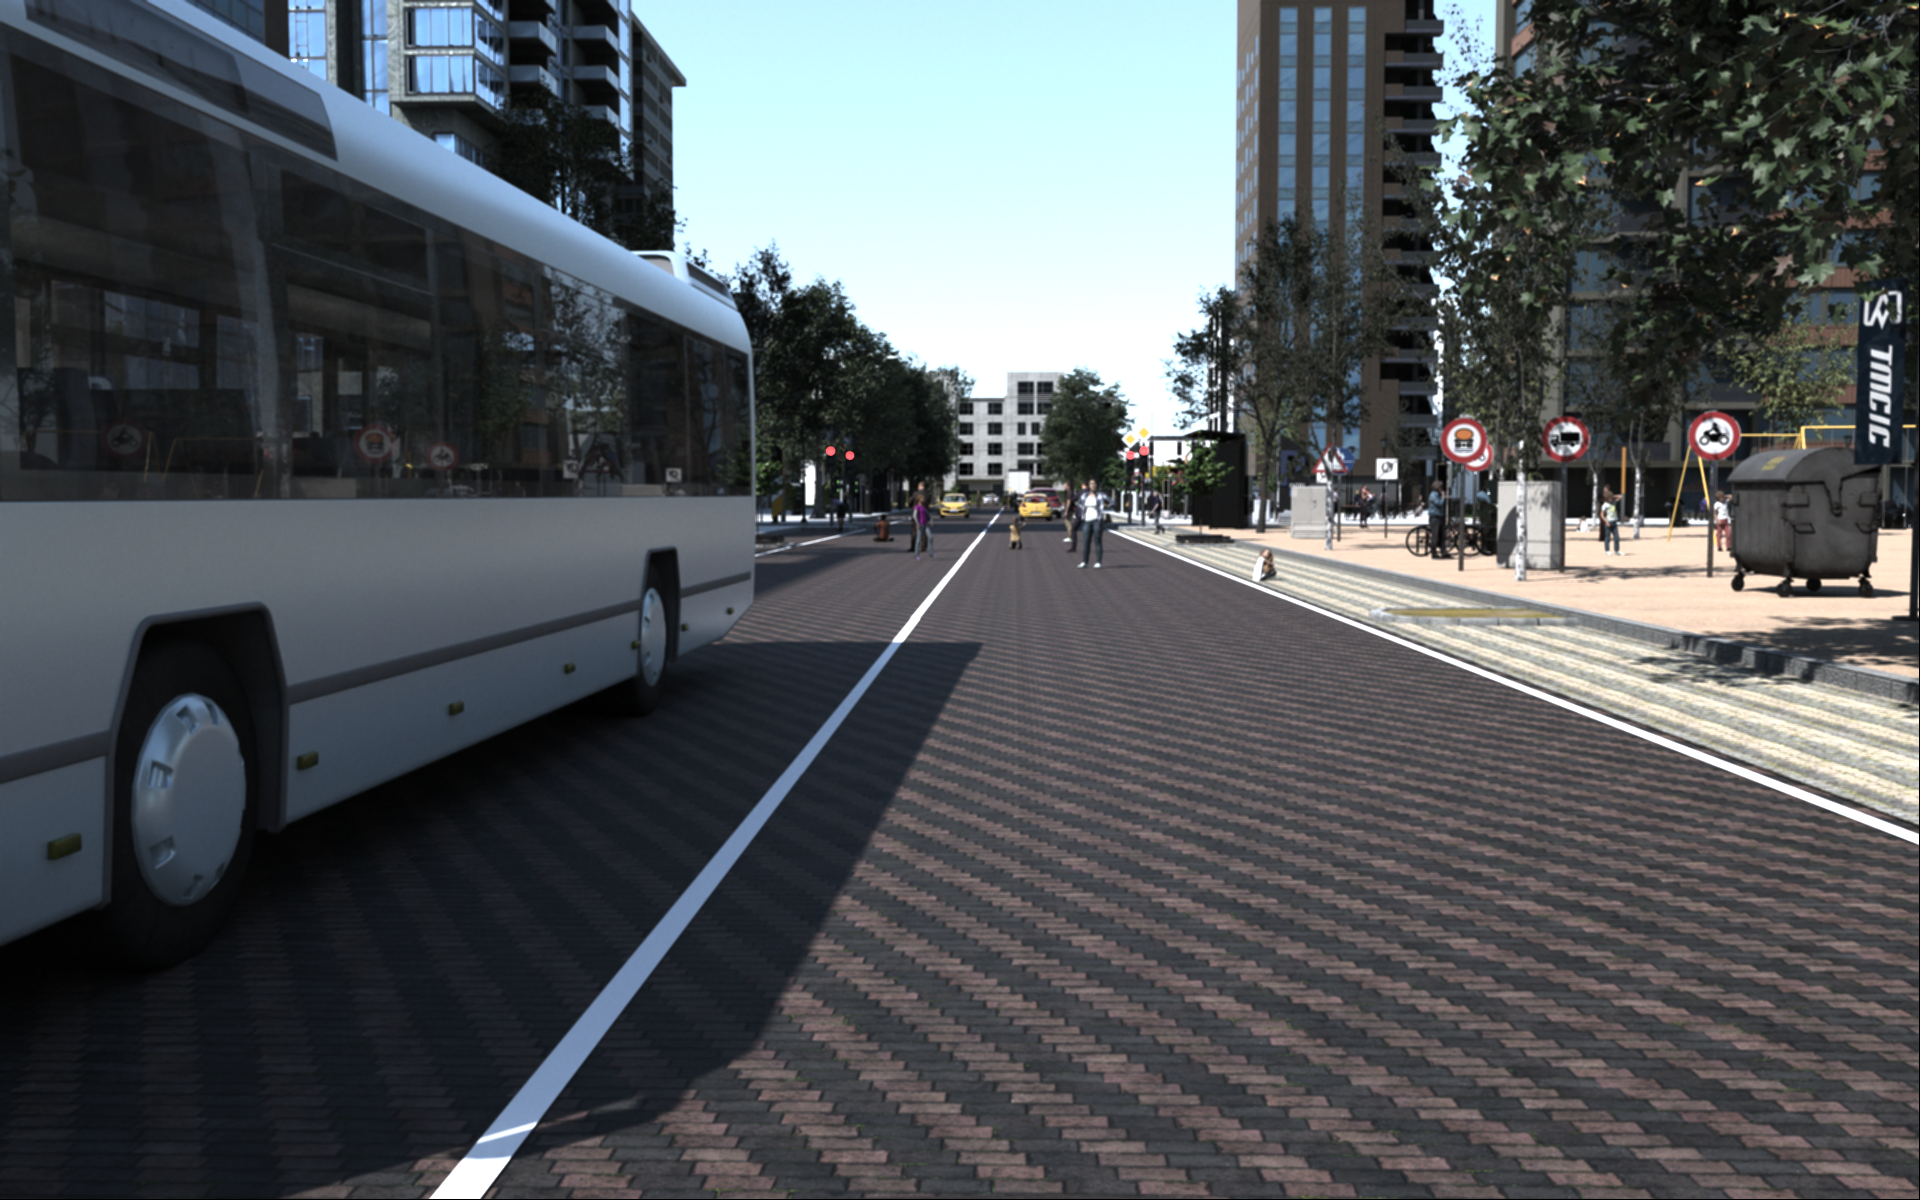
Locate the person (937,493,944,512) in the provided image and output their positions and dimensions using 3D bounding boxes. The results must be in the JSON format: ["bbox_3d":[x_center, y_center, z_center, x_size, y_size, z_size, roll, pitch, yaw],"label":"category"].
[{"bbox_3d":[-1.311,-7.136,127.875,0.600,1.496,0.574,2,4,27],"label":"person"}]

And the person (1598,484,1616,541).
[{"bbox_3d":[17.507,-2.358,46.861,0.482,1.546,0.388,1,4,9],"label":"person"}]

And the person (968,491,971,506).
[{"bbox_3d":[1.228,-11.816,202.369,0.721,1.739,1.217,0,4,-2],"label":"person"}]

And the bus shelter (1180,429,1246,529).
[{"bbox_3d":[9.639,-4.558,65.809,1.731,3.624,6.357,0,4,2],"label":"bus shelter"}]

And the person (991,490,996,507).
[{"bbox_3d":[3.568,-10.953,187.586,0.705,1.824,1.348,-1,4,-17],"label":"person"}]

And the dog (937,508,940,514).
[{"bbox_3d":[-1.495,-6.489,122.932,0.800,0.831,0.513,-1,4,-8],"label":"dog"}]

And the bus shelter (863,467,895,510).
[{"bbox_3d":[-6.410,-9.621,134.927,2.179,5.291,8.768,0,4,2],"label":"bus shelter"}]

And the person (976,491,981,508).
[{"bbox_3d":[1.911,-10.599,182.342,0.434,1.755,0.990,-2,4,-26],"label":"person"}]

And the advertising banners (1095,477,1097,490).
[{"bbox_3d":[11.317,-8.926,142.119,0.090,3.025,2.074,0,4,-5],"label":"advertising banners"}]

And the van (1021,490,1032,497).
[{"bbox_3d":[7.793,-11.340,192.417,2.013,2.044,4.112,0,4,3],"label":"van"}]

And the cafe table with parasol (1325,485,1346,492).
[{"bbox_3d":[26.882,-7.437,126.460,2.610,1.966,2.610,1,4,9],"label":"cafe table with parasol"}]

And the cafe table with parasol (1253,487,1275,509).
[{"bbox_3d":[23.253,-7.757,131.697,2.610,1.966,2.610,2,4,30],"label":"cafe table with parasol"}]

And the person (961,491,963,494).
[{"bbox_3d":[0.236,-11.502,196.515,0.705,1.831,1.348,-2,4,-31],"label":"person"}]

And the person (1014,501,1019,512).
[{"bbox_3d":[4.710,-7.589,140.867,0.655,0.850,0.859,2,4,24],"label":"person"}]

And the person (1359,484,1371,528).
[{"bbox_3d":[15.197,-3.509,64.883,0.415,1.643,0.593,-3,4,-38],"label":"person"}]

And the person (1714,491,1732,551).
[{"bbox_3d":[17.166,-1.769,38.875,0.435,1.345,0.340,-1,4,-20],"label":"person"}]

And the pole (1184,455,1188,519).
[{"bbox_3d":[11.662,-5.842,89.354,0.158,3.312,0.155,0,3,0],"label":"pole"}]

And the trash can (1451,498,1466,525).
[{"bbox_3d":[18.854,-3.311,65.793,0.748,1.137,0.748,0,3,0],"label":"trash can"}]

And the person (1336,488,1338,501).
[{"bbox_3d":[26.936,-7.138,123.675,0.530,1.710,0.541,1,4,23],"label":"person"}]

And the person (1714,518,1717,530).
[{"bbox_3d":[27.376,-2.948,62.523,0.655,0.850,0.859,3,5,44],"label":"person"}]

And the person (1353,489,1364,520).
[{"bbox_3d":[19.648,-4.693,85.319,0.613,1.512,0.480,1,4,19],"label":"person"}]

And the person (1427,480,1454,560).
[{"bbox_3d":[9.358,-1.566,33.860,0.499,1.552,0.429,-2,4,-32],"label":"person"}]

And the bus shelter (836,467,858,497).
[{"bbox_3d":[-9.090,-9.191,141.557,1.731,3.624,6.357,0,4,2],"label":"bus shelter"}]

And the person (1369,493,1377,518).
[{"bbox_3d":[22.515,-5.173,94.526,0.435,1.345,0.340,0,4,-5],"label":"person"}]

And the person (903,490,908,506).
[{"bbox_3d":[-5.832,-10.862,184.318,0.721,1.739,1.217,1,4,22],"label":"person"}]

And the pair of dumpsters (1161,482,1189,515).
[{"bbox_3d":[13.501,-6.461,108.128,1.574,2.255,4.437,0,4,2],"label":"pair of dumpsters"}]

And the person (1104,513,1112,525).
[{"bbox_3d":[6.830,-3.729,79.941,0.381,0.543,0.357,1,4,17],"label":"person"}]

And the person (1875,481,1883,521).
[{"bbox_3d":[28.315,-2.881,53.832,0.565,1.739,0.600,0,4,0],"label":"person"}]

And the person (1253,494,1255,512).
[{"bbox_3d":[20.618,-6.978,122.400,0.482,1.546,0.388,1,4,20],"label":"person"}]

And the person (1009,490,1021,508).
[{"bbox_3d":[5.748,-10.567,181.288,1.348,1.822,0.705,1,4,10],"label":"person"}]

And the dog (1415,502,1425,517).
[{"bbox_3d":[25.681,-5.044,96.842,0.513,0.831,0.800,0,4,6],"label":"dog"}]

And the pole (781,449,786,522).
[{"bbox_3d":[-8.073,-5.212,79.061,0.158,3.312,0.155,0,3,0],"label":"pole"}]

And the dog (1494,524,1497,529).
[{"bbox_3d":[9.938,-1.005,30.814,0.800,0.831,0.513,1,4,23],"label":"dog"}]

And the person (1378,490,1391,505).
[{"bbox_3d":[28.762,-6.690,117.375,0.963,1.587,0.435,0,4,-3],"label":"person"}]

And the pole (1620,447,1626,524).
[{"bbox_3d":[28.871,-4.986,75.367,0.158,3.312,0.155,0,3,0],"label":"pole"}]

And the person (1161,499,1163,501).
[{"bbox_3d":[27.166,-13.598,231.270,0.683,1.767,0.568,-2,4,-26],"label":"person"}]

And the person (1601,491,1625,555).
[{"bbox_3d":[13.653,-1.606,36.203,0.435,1.345,0.340,-2,4,-30],"label":"person"}]

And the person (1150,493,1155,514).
[{"bbox_3d":[11.620,-5.899,104.861,0.453,1.535,0.546,1,4,12],"label":"person"}]

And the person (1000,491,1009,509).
[{"bbox_3d":[4.321,-9.731,168.340,1.217,1.736,0.721,3,5,41],"label":"person"}]

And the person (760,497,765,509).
[{"bbox_3d":[-17.048,-8.747,149.783,0.841,1.734,0.376,-3,5,-44],"label":"person"}]

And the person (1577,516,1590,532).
[{"bbox_3d":[21.056,-2.564,58.443,0.381,0.543,0.357,-1,4,-9],"label":"person"}]

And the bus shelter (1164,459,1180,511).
[{"bbox_3d":[15.223,-7.849,119.608,1.731,3.624,6.357,0,4,2],"label":"bus shelter"}]

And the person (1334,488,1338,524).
[{"bbox_3d":[16.246,-4.106,75.389,0.590,1.554,0.614,-3,4,-36],"label":"person"}]

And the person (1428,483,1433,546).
[{"bbox_3d":[11.672,-2.110,42.604,0.319,1.574,0.516,1,4,15],"label":"person"}]

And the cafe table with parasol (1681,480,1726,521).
[{"bbox_3d":[36.002,-4.844,84.068,2.610,1.966,2.610,-1,4,-18],"label":"cafe table with parasol"}]

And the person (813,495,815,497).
[{"bbox_3d":[-16.790,-11.967,202.224,0.721,1.766,1.217,-2,4,-34],"label":"person"}]

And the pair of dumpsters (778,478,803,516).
[{"bbox_3d":[-10.335,-6.229,104.342,1.574,2.255,4.437,0,4,2],"label":"pair of dumpsters"}]

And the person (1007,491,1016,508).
[{"bbox_3d":[5.080,-9.970,172.237,1.217,1.736,0.721,-3,4,-36],"label":"person"}]

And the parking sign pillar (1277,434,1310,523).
[{"bbox_3d":[14.862,-5.413,76.980,1.447,3.967,1.447,1,4,19],"label":"parking sign pillar"}]
